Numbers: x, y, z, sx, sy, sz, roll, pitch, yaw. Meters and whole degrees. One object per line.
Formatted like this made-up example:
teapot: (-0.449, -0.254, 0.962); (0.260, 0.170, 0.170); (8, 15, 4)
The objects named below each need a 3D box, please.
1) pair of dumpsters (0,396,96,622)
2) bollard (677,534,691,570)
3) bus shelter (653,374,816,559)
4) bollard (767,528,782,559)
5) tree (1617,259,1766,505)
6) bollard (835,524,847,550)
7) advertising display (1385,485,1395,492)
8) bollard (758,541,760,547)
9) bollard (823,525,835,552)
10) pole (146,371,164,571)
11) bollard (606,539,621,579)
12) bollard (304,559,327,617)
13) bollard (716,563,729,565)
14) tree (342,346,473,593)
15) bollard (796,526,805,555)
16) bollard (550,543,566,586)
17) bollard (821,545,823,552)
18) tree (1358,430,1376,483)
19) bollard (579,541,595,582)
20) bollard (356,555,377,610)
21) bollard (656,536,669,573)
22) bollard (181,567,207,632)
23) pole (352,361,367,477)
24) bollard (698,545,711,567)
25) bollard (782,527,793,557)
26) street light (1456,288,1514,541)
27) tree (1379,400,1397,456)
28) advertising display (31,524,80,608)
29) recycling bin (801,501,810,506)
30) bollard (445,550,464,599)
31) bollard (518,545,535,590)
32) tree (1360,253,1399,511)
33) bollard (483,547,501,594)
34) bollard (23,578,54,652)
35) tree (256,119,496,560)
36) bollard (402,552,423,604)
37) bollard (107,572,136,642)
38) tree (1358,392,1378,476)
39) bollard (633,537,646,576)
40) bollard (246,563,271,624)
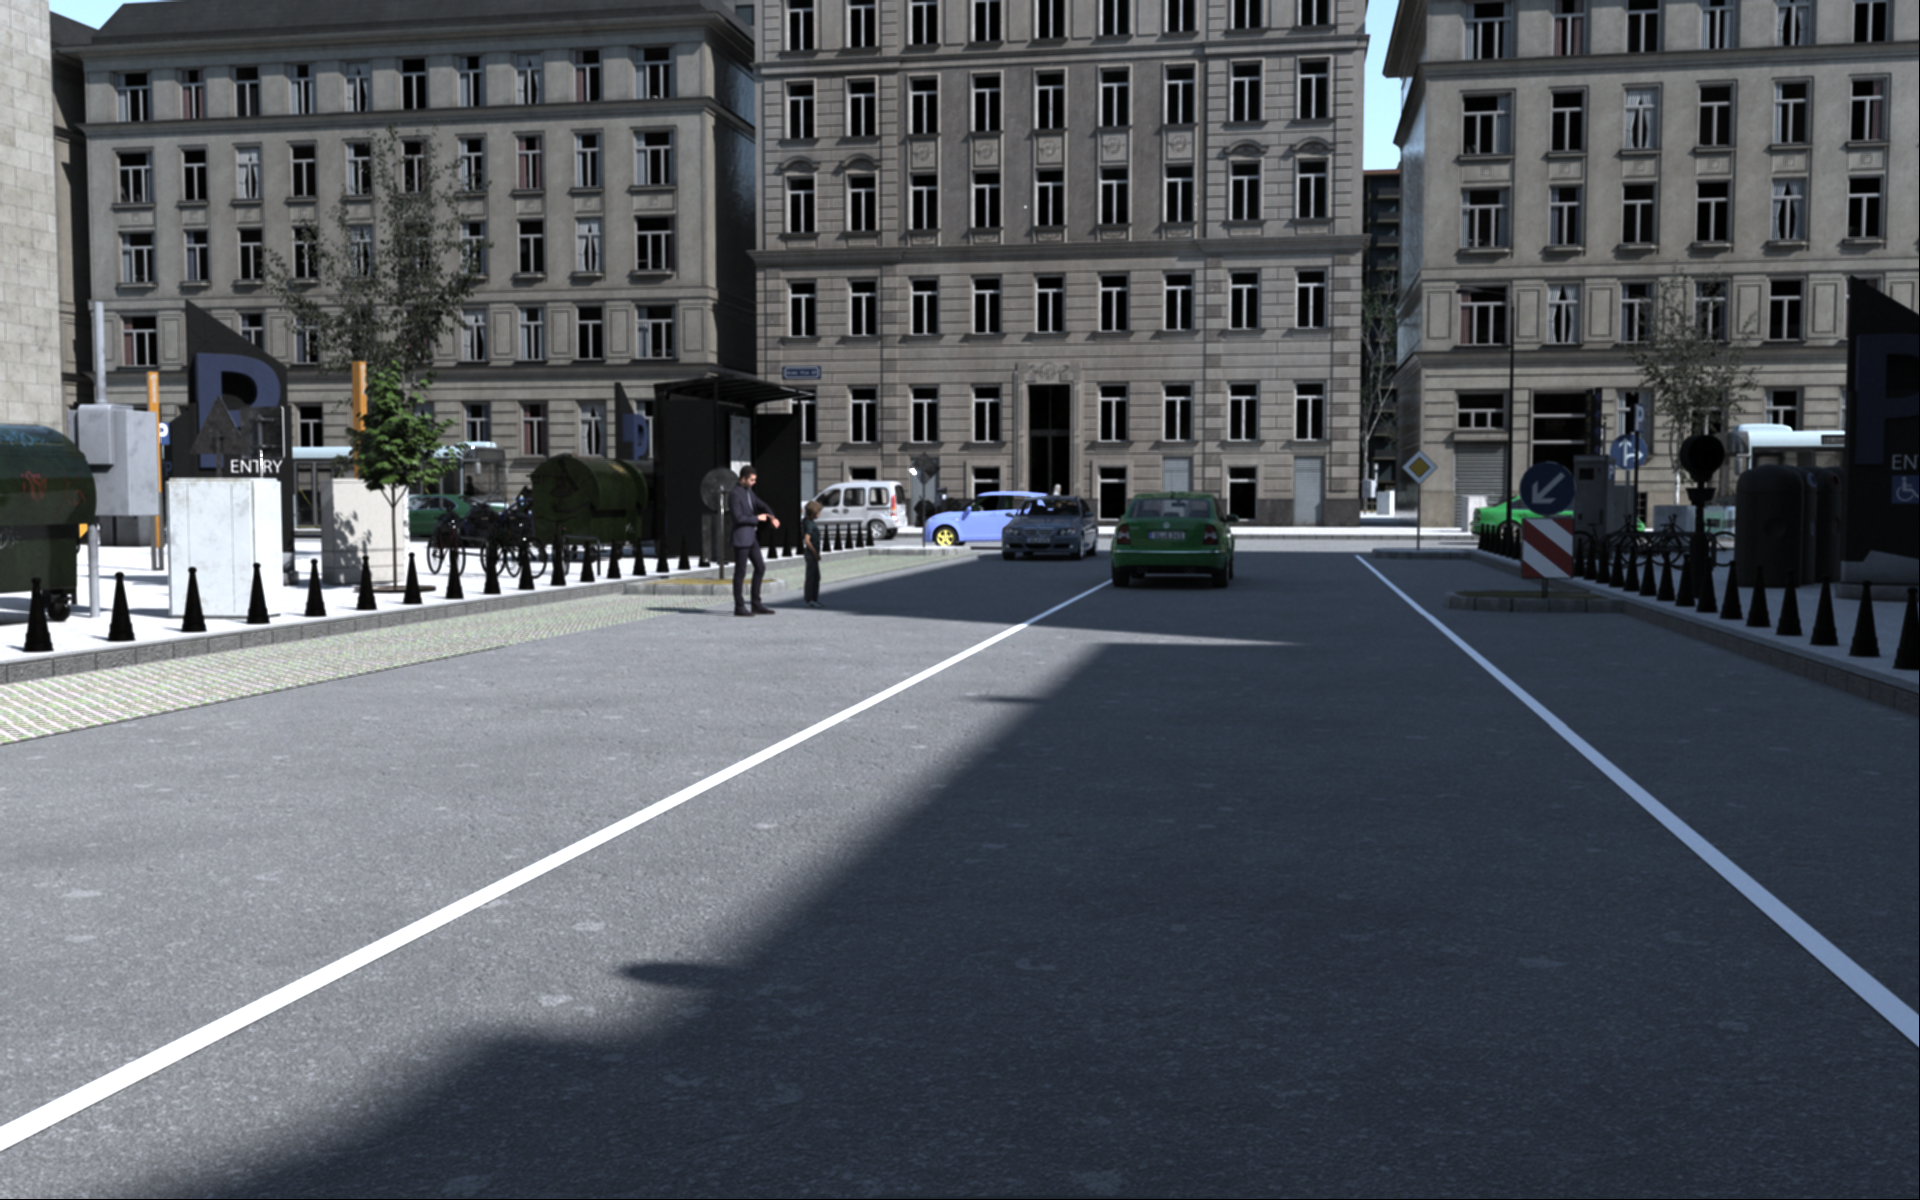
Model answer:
pair of dumpsters: (-9.809, -0.790, 15.416); (1.574, 2.255, 4.437); (1, 4, 11)
bollard: (-4.680, -0.815, 29.365); (0.229, 0.601, 0.229); (0, 3, 0)
bus shelter: (-4.720, -2.808, 37.190); (1.731, 3.624, 6.357); (1, 4, 11)
bollard: (-3.733, -1.125, 34.433); (0.229, 0.601, 0.229); (0, 3, 0)
tree: (23.132, -6.407, 55.123); (4.360, 8.622, 3.978); (0, 3, 0)
bollard: (-2.783, -1.435, 39.510); (0.229, 0.601, 0.229); (0, 3, 0)
advertising display: (30.186, -7.084, 121.042); (0.974, 1.923, 0.123); (1, 4, 14)
bollard: (-3.927, -1.063, 33.415); (0.229, 0.601, 0.229); (0, 3, 0)
bollard: (-2.971, -1.374, 38.500); (0.229, 0.601, 0.229); (0, 3, 0)
pole: (-13.456, -2.147, 28.952); (0.158, 3.312, 0.155); (0, 3, 0)
bollard: (-5.258, -0.627, 26.293); (0.229, 0.601, 0.229); (0, 3, 0)
bollard: (-6.770, -0.130, 18.174); (0.229, 0.601, 0.229); (0, 3, 0)
bollard: (-4.302, -0.939, 31.396); (0.229, 0.601, 0.229); (0, 3, 0)
tree: (-7.453, -1.718, 22.692); (1.663, 3.219, 1.824); (0, 3, 0)
bollard: (-3.355, -1.249, 36.468); (0.229, 0.601, 0.229); (0, 3, 0)
bollard: (-5.632, -0.503, 24.266); (0.229, 0.601, 0.229); (0, 3, 0)
bollard: (-3.169, -1.311, 37.482); (0.229, 0.601, 0.229); (0, 3, 0)
tree: (40.841, -16.635, 188.993); (9.611, 12.733, 9.660); (0, 3, 0)
bollard: (-5.443, -0.565, 25.283); (0.229, 0.601, 0.229); (0, 3, 0)
bollard: (-6.583, -0.193, 19.198); (0.229, 0.601, 0.229); (0, 3, 0)
bollard: (-4.869, -0.752, 28.341); (0.229, 0.601, 0.229); (0, 3, 0)
bollard: (-7.151, -0.007, 16.150); (0.229, 0.601, 0.229); (0, 3, 0)
pole: (-9.232, -2.010, 26.704); (0.158, 3.312, 0.155); (0, 3, 0)
bollard: (-4.489, -0.877, 30.387); (0.229, 0.601, 0.229); (0, 3, 0)
bollard: (-3.543, -1.188, 35.459); (0.229, 0.601, 0.229); (0, 3, 0)
street light: (11.864, -4.069, 39.074); (1.470, 5.913, 1.316); (1, 4, 11)
tree: (27.352, -9.381, 103.743); (4.360, 8.622, 3.978); (0, 3, 0)
advertising display: (-10.287, -0.881, 19.626); (0.123, 1.923, 0.974); (0, 4, 0)
recycling bin: (-11.318, -7.094, 128.536); (0.722, 1.027, 0.722); (-1, 4, -14)
bollard: (-6.200, -0.317, 21.225); (0.229, 0.601, 0.229); (0, 3, 0)
bollard: (-5.823, -0.440, 23.244); (0.229, 0.601, 0.229); (0, 3, 0)
tree: (32.968, -17.017, 134.111); (12.611, 20.169, 13.585); (0, 3, 0)
bollard: (-6.011, -0.379, 22.234); (0.229, 0.601, 0.229); (0, 3, 0)
bollard: (-7.529, 0.117, 14.131); (0.229, 0.601, 0.229); (0, 3, 0)
tree: (-11.051, -5.094, 33.655); (4.360, 8.622, 3.978); (0, 3, 0)
bollard: (-6.394, -0.255, 20.214); (0.229, 0.601, 0.229); (0, 3, 0)
bollard: (-7.340, 0.055, 15.141); (0.229, 0.601, 0.229); (0, 3, 0)
tree: (36.664, -15.316, 168.549); (7.486, 12.596, 7.792); (0, 3, 0)
bollard: (-5.060, -0.690, 27.316); (0.229, 0.601, 0.229); (0, 3, 0)
bollard: (-6.961, -0.068, 17.159); (0.229, 0.601, 0.229); (0, 3, 0)
